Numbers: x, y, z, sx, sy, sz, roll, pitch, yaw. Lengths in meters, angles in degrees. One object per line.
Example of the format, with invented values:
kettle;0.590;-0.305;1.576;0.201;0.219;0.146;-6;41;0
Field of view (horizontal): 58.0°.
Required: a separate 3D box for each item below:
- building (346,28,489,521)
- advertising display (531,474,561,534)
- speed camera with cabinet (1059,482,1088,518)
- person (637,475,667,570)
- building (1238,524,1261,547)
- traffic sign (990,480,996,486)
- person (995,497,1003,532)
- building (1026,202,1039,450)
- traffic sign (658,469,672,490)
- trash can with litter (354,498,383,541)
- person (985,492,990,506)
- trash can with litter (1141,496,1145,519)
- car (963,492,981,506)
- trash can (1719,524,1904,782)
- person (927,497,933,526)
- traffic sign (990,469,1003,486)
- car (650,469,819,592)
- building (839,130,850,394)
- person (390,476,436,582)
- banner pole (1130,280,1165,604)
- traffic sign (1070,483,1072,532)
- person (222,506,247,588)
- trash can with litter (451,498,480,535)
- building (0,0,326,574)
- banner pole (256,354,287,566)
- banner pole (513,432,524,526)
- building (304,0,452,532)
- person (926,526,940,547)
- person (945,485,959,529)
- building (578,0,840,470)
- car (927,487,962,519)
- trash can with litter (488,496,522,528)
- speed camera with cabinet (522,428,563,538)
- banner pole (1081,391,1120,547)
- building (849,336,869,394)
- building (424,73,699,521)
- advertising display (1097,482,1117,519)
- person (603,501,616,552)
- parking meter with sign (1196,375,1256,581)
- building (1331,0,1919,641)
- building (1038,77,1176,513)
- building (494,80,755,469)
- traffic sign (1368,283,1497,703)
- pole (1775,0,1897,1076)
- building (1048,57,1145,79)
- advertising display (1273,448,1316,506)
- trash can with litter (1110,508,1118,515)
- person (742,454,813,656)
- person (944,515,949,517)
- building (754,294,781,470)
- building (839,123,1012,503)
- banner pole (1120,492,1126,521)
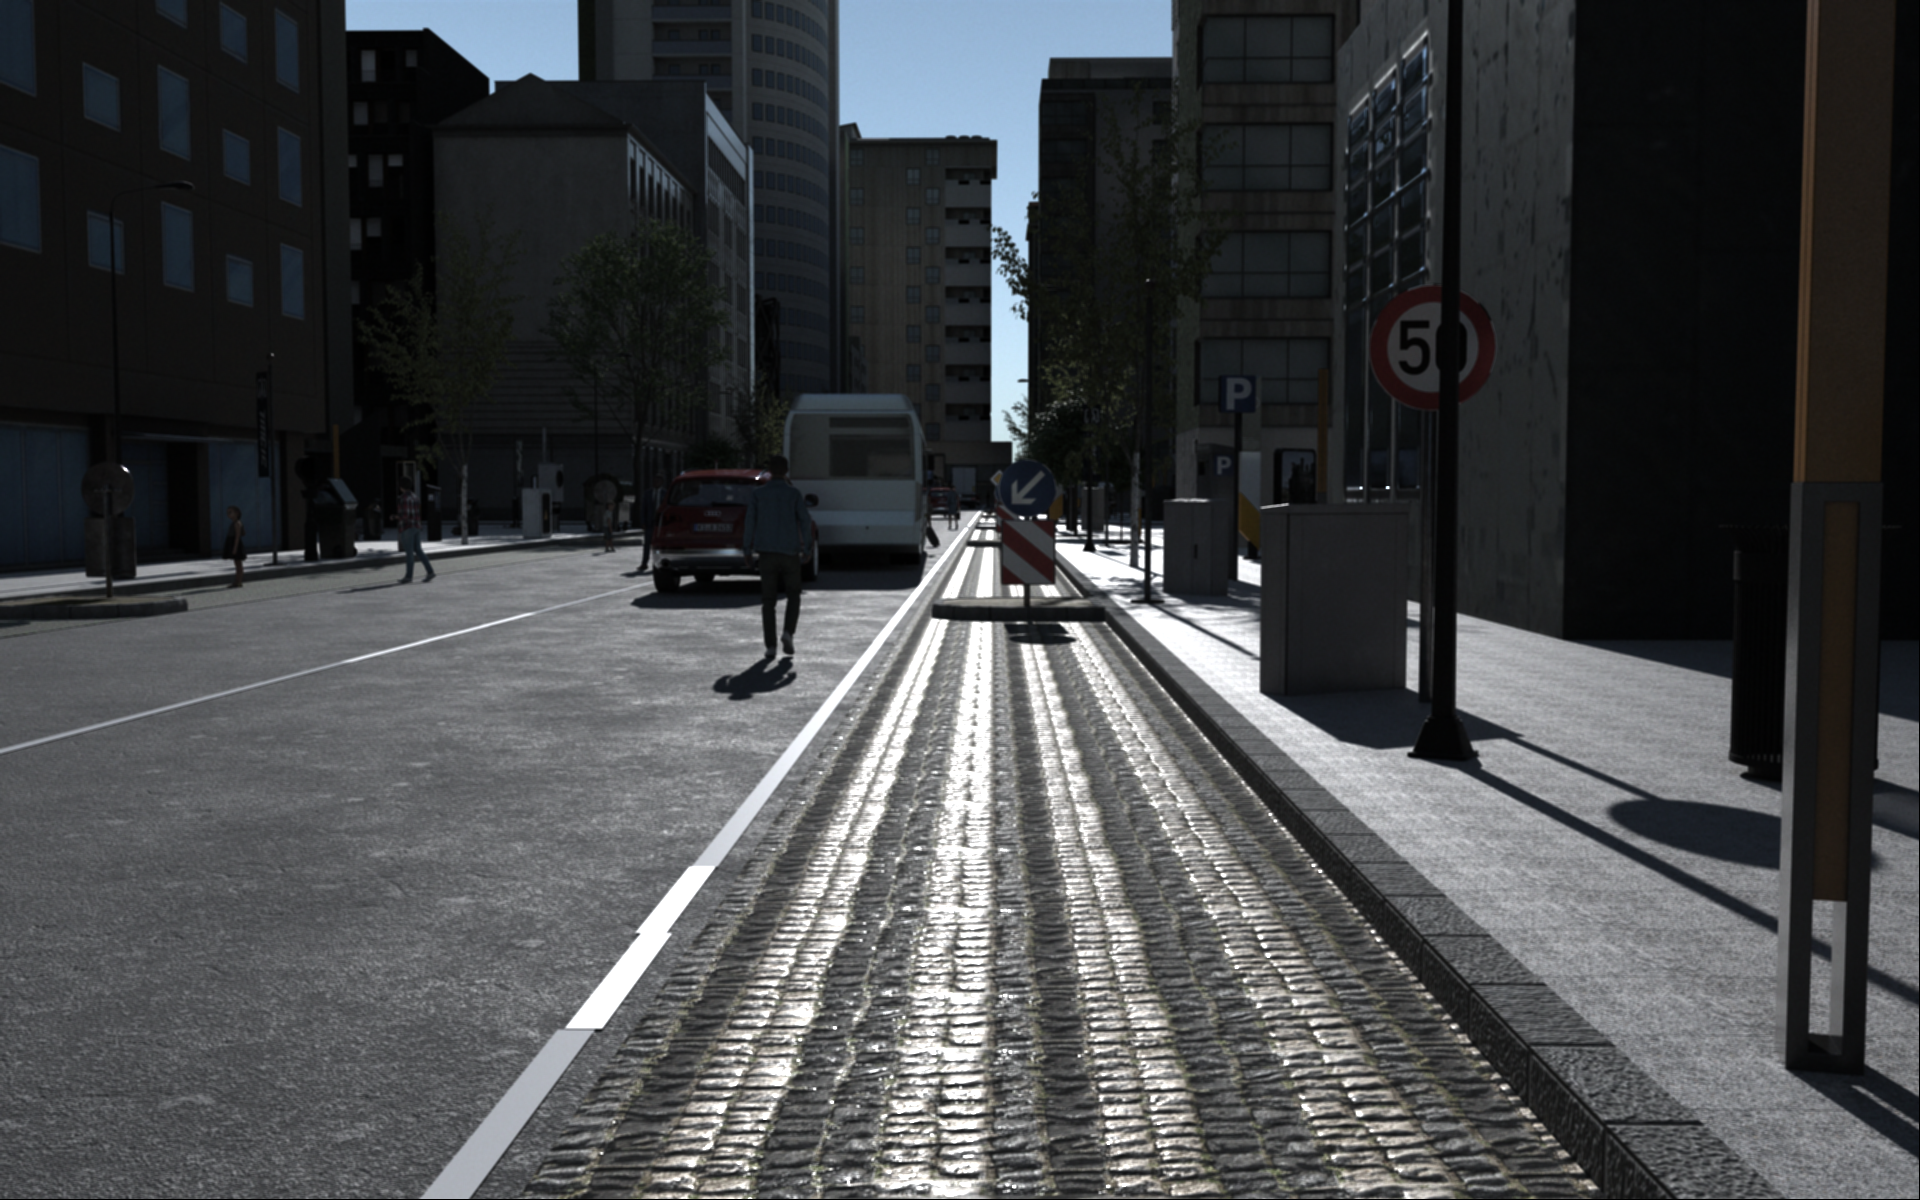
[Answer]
building;-33.091;-15.735;86.938;15.834;23.373;12.332;0;4;1
advertising display;-14.056;-3.277;58.791;0.974;1.923;0.123;-2;4;-30
speed camera with cabinet;6.130;-6.123;94.442;2.038;3.252;0.660;-3;4;-37
person;-5.822;-1.491;33.053;0.721;1.800;0.419;-1;4;-11
building;12.865;-22.230;47.056;14.154;41.232;14.086;0;4;1
traffic sign;1.757;-4.568;78.322;0.795;2.450;0.064;0;4;1
person;1.570;-3.429;65.565;0.512;1.701;0.522;0;4;1
building;22.392;-36.410;249.923;28.867;44.769;22.147;0;4;1
traffic sign;-12.004;-4.182;70.499;0.606;2.300;0.079;0;4;2
trash can with litter;-16.522;-2.234;47.908;1.055;1.170;0.624;-1;4;-8
person;3.169;-11.704;200.683;0.721;1.723;1.217;2;4;24
trash can with litter;9.612;-4.842;90.556;0.624;1.170;1.055;1;4;21
car;1.450;-12.595;214.604;2.281;1.827;5.304;0;4;3
trash can;3.828;0.233;7.841;0.748;1.137;0.748;0;3;0
person;-1.258;-3.312;66.922;0.475;1.303;0.640;0;4;5
traffic sign;1.603;-4.079;70.338;0.795;2.450;0.064;0;4;1
car;-3.402;-1.111;26.846;2.281;1.827;5.304;0;4;1
building;-19.644;-30.930;189.300;14.154;41.232;14.086;0;4;1
person;-8.936;-1.157;28.247;0.643;1.720;0.563;0;4;8
banner pole;2.230;-1.869;20.581;0.401;3.779;0.863;0;4;4
traffic sign;3.777;-3.598;58.927;0.768;2.556;0.104;1;4;10
person;-11.084;-0.811;26.432;0.373;1.253;0.362;-2;4;-33
trash can with litter;-15.383;-2.589;53.713;1.055;1.170;0.624;2;4;32
building;-21.738;-23.356;31.974;14.600;45.320;14.200;0;4;1
banner pole;-12.458;-2.516;31.154;0.401;3.779;0.863;-3;5;-44
banner pole;-17.941;-4.910;70.288;0.401;3.779;0.863;-3;5;-45
building;-34.705;-24.599;56.826;28.867;44.769;22.147;0;4;1
person;-1.286;-2.314;46.545;1.509;1.804;0.699;-1;4;-11
person;-0.317;-3.826;71.076;0.581;1.822;0.654;-1;4;-21
building;-23.310;-38.229;167.049;21.231;58.520;28.212;0;4;1
car;-1.016;-5.613;100.448;2.281;1.827;5.304;0;4;-1
trash can with litter;-16.729;-3.320;65.338;1.678;1.210;2.233;-2;4;-32
speed camera with cabinet;-12.257;-3.461;50.919;0.660;3.252;2.038;0;4;6
banner pole;3.360;-3.190;42.180;0.863;3.779;0.401;1;4;20
building;-26.675;-22.522;213.278;28.899;21.520;27.650;0;4;1
building;-19.970;-14.754;90.381;9.793;20.994;18.267;0;4;1
advertising display;7.442;-5.046;87.709;0.974;1.923;0.123;0;4;7
person;-8.641;-1.807;42.728;0.352;1.250;0.332;2;4;23
parking meter with sign;3.908;-1.838;26.307;0.543;3.016;1.738;-1;4;-11
building;16.356;-42.490;7.376;22.319;86.520;31.000;0;4;1
building;12.578;-21.549;124.019;14.160;30.474;14.107;0;4;1
building;-20.335;-17.818;109.339;12.078;24.808;19.932;0;4;1
traffic sign;2.868;-0.642;10.595;0.768;2.556;0.104;0;4;4
pole;1.938;-0.610;3.811;0.158;3.312;0.155;0;3;0
building;15.368;-29.510;166.090;14.154;41.232;14.086;0;4;1
advertising display;4.756;-1.187;24.623;0.123;1.923;0.974;3;5;41
trash can with litter;9.028;-5.731;104.752;1.678;1.210;2.233;1;4;11
person;-1.602;-0.391;15.244;0.601;1.785;0.444;0;4;-2
person;-0.776;-6.022;107.162;0.606;1.804;0.583;-2;4;-28
building;-21.998;-16.002;129.088;16.820;18.784;16.811;0;4;1
building;-6.183;-40.653;253.907;27.495;52.752;28.713;0;4;1
banner pole;7.706;-5.699;83.194;0.401;3.779;0.863;-1;4;-20
